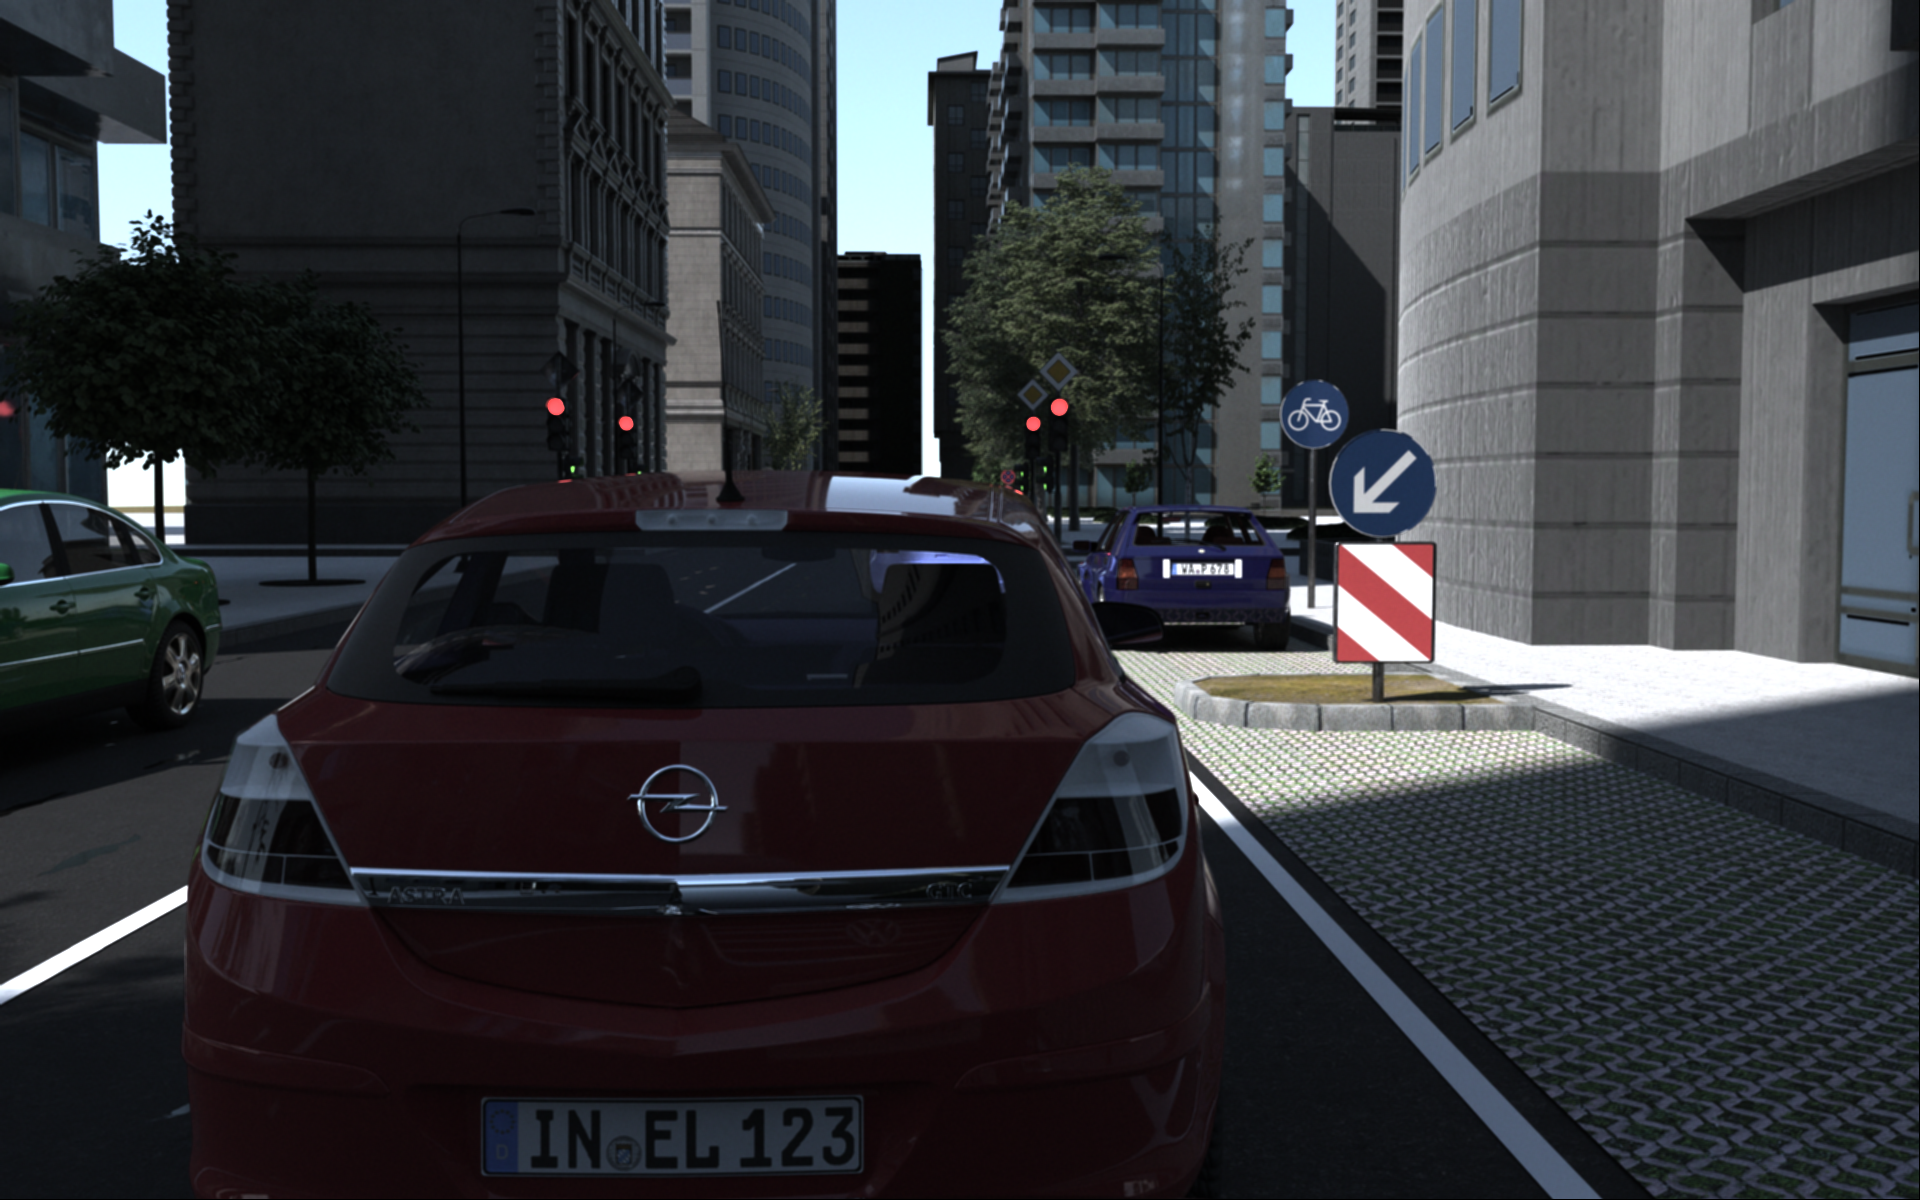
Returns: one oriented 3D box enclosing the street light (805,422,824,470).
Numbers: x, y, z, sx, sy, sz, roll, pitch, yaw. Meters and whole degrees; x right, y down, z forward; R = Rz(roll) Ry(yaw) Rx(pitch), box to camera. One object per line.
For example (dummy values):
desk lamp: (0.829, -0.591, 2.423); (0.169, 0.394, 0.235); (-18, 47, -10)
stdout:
street light: (-9.406, -8.491, 111.361); (1.470, 5.913, 1.316); (0, 4, -1)

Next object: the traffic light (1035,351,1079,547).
traffic light: (1.920, -2.771, 34.221); (0.839, 4.253, 0.868); (0, 4, -1)

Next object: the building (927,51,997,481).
building: (9.747, -38.298, 215.407); (27.495, 52.752, 28.713); (0, 4, -1)

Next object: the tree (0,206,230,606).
tree: (-9.143, -2.216, 19.939); (4.285, 4.588, 4.351); (0, 3, 0)

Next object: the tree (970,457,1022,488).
tree: (2.361, -8.680, 125.625); (4.285, 4.588, 4.351); (0, 3, 0)

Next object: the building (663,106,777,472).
building: (-15.677, -14.187, 82.871); (10.553, 20.767, 40.483); (0, 4, -1)

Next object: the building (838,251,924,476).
building: (-11.471, -26.756, 209.163); (14.107, 30.474, 14.160); (0, 4, -1)

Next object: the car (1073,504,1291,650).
car: (2.126, -0.281, 17.179); (1.945, 1.354, 3.894); (0, 4, -1)

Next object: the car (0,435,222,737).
car: (-5.659, -0.027, 9.239); (1.959, 1.807, 4.718); (0, 4, 1)

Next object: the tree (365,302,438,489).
tree: (-9.180, -2.501, 24.602); (4.285, 4.588, 4.351); (0, 3, 0)

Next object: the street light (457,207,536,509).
street light: (-7.569, -3.404, 28.195); (1.470, 5.913, 1.316); (0, 4, -1)

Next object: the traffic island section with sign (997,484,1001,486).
traffic island section with sign: (1.261, -3.565, 66.912); (1.989, 1.847, 2.006); (0, 4, -1)

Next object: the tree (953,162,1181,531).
tree: (4.276, -8.651, 59.577); (7.486, 12.596, 7.792); (0, 3, 0)

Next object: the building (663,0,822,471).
building: (-21.771, -35.963, 129.989); (21.231, 58.520, 28.212); (0, 4, -1)

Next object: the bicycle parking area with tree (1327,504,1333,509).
bicycle parking area with tree: (29.139, -7.765, 113.959); (9.016, 4.147, 8.231); (0, 4, 2)

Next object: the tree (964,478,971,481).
tree: (0.796, -12.250, 194.892); (1.663, 3.219, 1.824); (0, 3, 0)

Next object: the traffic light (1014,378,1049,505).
traffic light: (1.750, -3.259, 42.205); (0.839, 4.253, 0.868); (0, 4, -1)

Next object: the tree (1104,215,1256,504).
tree: (6.043, -5.869, 46.317); (4.737, 8.622, 4.395); (0, 3, 0)

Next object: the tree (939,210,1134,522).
tree: (3.690, -10.472, 77.873); (9.857, 13.997, 8.962); (0, 3, 0)

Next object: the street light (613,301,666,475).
street light: (-7.785, -4.241, 41.877); (1.470, 5.913, 1.316); (0, 4, -1)

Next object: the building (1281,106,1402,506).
building: (40.045, -30.735, 186.118); (14.086, 41.232, 14.154); (0, 4, -1)

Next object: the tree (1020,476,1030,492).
tree: (3.955, -5.650, 86.981); (1.663, 3.219, 1.824); (0, 3, 0)

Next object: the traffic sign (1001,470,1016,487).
traffic sign: (2.480, -5.440, 89.051); (0.768, 2.556, 0.104); (0, 4, 4)

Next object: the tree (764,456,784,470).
tree: (-9.494, -5.747, 88.564); (1.663, 3.219, 1.824); (0, 3, 0)

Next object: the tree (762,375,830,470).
tree: (-10.919, -9.583, 107.045); (4.737, 8.622, 4.395); (0, 3, 0)

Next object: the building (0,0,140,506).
building: (-26.844, -24.359, 17.881); (30.456, 49.044, 23.786); (0, 4, -1)

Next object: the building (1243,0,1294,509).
building: (14.676, -32.152, 145.291); (23.786, 49.044, 30.456); (0, 4, -1)

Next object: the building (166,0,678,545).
building: (-15.125, -13.686, 52.639); (11.050, 23.489, 19.941); (0, 4, -1)

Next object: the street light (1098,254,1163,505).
street light: (3.366, -3.739, 33.668); (1.470, 5.913, 1.316); (0, 4, -1)

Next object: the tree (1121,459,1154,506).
tree: (8.643, -5.656, 87.074); (1.663, 3.219, 1.824); (0, 3, 0)

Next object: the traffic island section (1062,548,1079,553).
traffic island section: (1.790, -1.226, 42.319); (2.009, 0.180, 2.903); (0, 4, -1)

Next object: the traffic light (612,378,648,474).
traffic light: (-8.009, -3.245, 41.981); (0.839, 4.253, 0.868); (0, 4, -1)

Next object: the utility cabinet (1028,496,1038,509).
utility cabinet: (2.840, -3.461, 67.749); (0.306, 1.237, 1.020); (0, 4, -6)

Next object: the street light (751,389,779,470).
street light: (-8.680, -6.367, 76.639); (1.470, 5.913, 1.316); (0, 4, -1)

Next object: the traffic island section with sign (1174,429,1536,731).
traffic island section with sign: (2.457, -0.166, 11.335); (1.989, 1.847, 2.006); (0, 4, -1)

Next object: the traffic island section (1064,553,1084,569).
traffic island section: (1.960, -0.737, 34.336); (2.009, 0.180, 2.903); (0, 4, -1)

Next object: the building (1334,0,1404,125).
building: (58.135, -47.323, 211.980); (20.611, 71.187, 20.563); (0, 4, -1)

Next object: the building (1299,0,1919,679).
building: (15.285, -28.936, 15.111); (21.231, 58.520, 28.212); (0, 4, -1)

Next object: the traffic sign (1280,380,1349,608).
traffic sign: (3.952, -1.181, 19.407); (0.768, 2.556, 0.104); (0, 3, 0)

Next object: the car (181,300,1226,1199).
car: (-0.454, 0.267, 4.671); (2.155, 1.783, 4.494); (0, 4, -1)

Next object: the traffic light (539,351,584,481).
traffic light: (-7.839, -2.757, 33.998); (0.839, 4.253, 0.868); (0, 4, -1)

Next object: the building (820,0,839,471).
building: (-23.502, -45.395, 180.462); (20.611, 71.187, 20.563); (0, 4, -1)

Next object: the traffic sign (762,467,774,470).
traffic sign: (-8.945, -4.929, 80.696); (0.768, 2.556, 0.104); (0, 4, 0)

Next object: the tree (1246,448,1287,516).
tree: (12.756, -4.801, 73.104); (1.663, 3.219, 1.824); (0, 3, 0)
